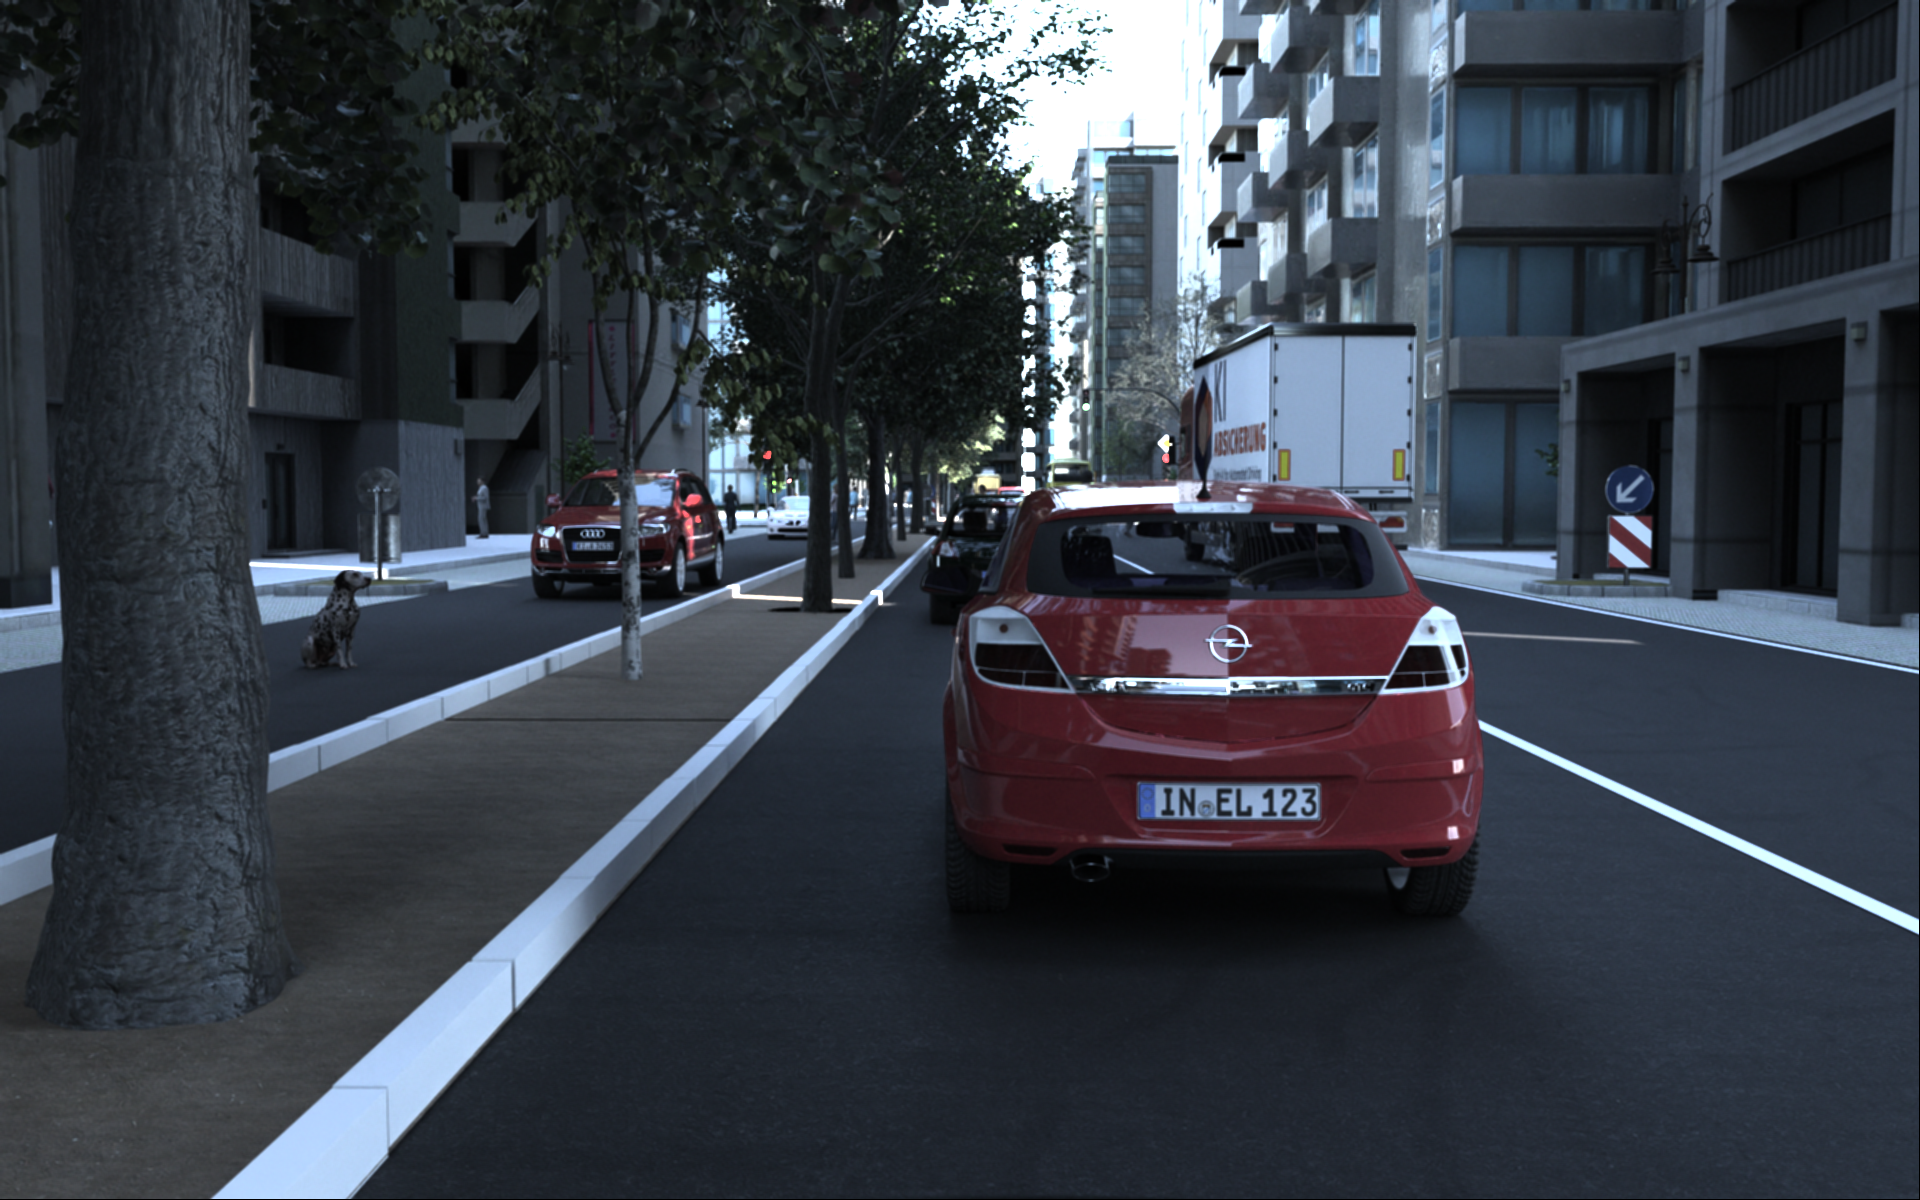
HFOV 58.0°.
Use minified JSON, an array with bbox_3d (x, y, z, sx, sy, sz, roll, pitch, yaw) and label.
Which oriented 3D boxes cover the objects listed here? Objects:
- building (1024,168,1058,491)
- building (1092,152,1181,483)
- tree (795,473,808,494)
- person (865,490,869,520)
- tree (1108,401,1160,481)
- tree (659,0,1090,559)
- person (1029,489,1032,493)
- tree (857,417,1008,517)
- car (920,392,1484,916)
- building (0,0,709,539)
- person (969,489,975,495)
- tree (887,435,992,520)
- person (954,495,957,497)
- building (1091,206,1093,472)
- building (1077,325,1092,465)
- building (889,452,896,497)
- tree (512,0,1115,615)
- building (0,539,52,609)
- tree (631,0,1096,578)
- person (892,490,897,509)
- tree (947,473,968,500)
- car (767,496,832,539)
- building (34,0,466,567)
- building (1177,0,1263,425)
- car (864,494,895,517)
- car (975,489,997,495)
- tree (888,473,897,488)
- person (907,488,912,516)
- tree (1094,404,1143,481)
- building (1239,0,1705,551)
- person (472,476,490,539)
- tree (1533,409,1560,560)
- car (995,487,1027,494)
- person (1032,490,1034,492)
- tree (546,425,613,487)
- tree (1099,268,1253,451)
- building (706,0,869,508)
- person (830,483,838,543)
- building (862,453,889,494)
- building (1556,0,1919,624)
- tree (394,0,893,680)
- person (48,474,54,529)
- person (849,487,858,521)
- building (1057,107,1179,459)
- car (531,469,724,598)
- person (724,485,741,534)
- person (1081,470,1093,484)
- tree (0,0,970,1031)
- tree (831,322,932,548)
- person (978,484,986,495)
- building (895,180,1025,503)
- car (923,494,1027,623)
[{"bbox_3d":[24.597,-38.631,251.230,30.456,49.044,23.786,0,4,1],"label":"building"},{"bbox_3d":[19.278,-23.159,150.353,14.160,30.474,14.107,0,4,1],"label":"building"},{"bbox_3d":[-12.525,-8.366,131.382,1.663,3.219,1.824,0,3,0],"label":"tree"},{"bbox_3d":[-4.890,-5.233,94.802,0.466,1.731,0.760,3,5,39],"label":"person"},{"bbox_3d":[13.056,-10.661,124.676,4.360,8.622,3.978,0,3,0],"label":"tree"},{"bbox_3d":[-1.839,-7.252,38.033,9.611,12.733,9.660,0,3,0],"label":"tree"},{"bbox_3d":[4.602,-6.482,115.053,0.524,1.755,0.480,1,4,22],"label":"person"},{"bbox_3d":[-1.281,-11.810,105.918,12.009,13.543,11.850,0,3,0],"label":"tree"},{"bbox_3d":[0.881,0.101,7.389,2.155,1.783,4.494,0,4,2],"label":"car"},{"bbox_3d":[-21.399,-26.834,62.438,21.600,48.544,21.300,0,4,1],"label":"building"},{"bbox_3d":[0.874,-6.147,109.396,0.834,1.777,0.661,2,4,23],"label":"person"},{"bbox_3d":[-1.446,-10.710,95.700,7.486,12.596,7.792,0,3,0],"label":"tree"},{"bbox_3d":[-0.640,-9.198,159.341,0.683,1.767,0.568,-1,4,-19],"label":"person"},{"bbox_3d":[19.565,-24.177,166.994,14.160,30.474,14.107,0,4,1],"label":"building"},{"bbox_3d":[27.369,-21.016,188.644,27.650,21.520,28.899,0,4,1],"label":"building"},{"bbox_3d":[-19.082,-48.006,223.150,20.611,71.187,20.563,0,4,1],"label":"building"},{"bbox_3d":[-1.620,-5.646,20.524,9.928,11.665,9.643,0,3,0],"label":"tree"},{"bbox_3d":[-21.358,-23.527,8.368,21.300,48.544,21.600,0,4,1],"label":"building"},{"bbox_3d":[-1.897,-5.660,29.408,8.767,10.594,7.601,0,4,1],"label":"tree"},{"bbox_3d":[-6.462,-9.666,166.529,1.348,1.826,0.705,-3,5,-42],"label":"person"},{"bbox_3d":[-0.969,-11.243,136.639,4.737,8.622,4.395,0,3,0],"label":"tree"},{"bbox_3d":[-5.184,-2.694,56.409,2.083,1.381,4.827,0,4,-1],"label":"car"},{"bbox_3d":[-19.192,-16.086,34.703,14.160,30.474,14.107,0,4,1],"label":"building"},{"bbox_3d":[30.113,-32.491,120.468,28.713,52.752,27.495,0,4,1],"label":"building"},{"bbox_3d":[-5.135,-6.214,111.381,2.009,1.686,4.222,0,3,0],"label":"car"},{"bbox_3d":[2.223,-7.230,126.890,2.281,1.827,5.304,0,4,-1],"label":"car"},{"bbox_3d":[-9.071,-13.674,207.280,4.285,4.588,4.351,0,3,0],"label":"tree"},{"bbox_3d":[-3.231,-6.509,114.779,0.638,1.841,0.748,-3,4,-36],"label":"person"},{"bbox_3d":[12.884,-11.479,138.049,4.737,8.622,4.395,0,3,0],"label":"tree"},{"bbox_3d":[20.475,-26.339,50.247,23.786,49.044,30.456,0,4,1],"label":"building"},{"bbox_3d":[-13.881,-2.678,50.033,0.583,1.804,0.606,-3,4,-37],"label":"person"},{"bbox_3d":[12.110,-2.394,33.737,1.663,3.219,1.824,0,3,0],"label":"tree"},{"bbox_3d":[2.741,-5.226,94.114,2.281,1.827,5.304,0,4,-1],"label":"car"},{"bbox_3d":[6.409,-8.588,149.190,0.573,1.790,0.520,3,4,39],"label":"person"},{"bbox_3d":[-10.498,-3.310,48.718,1.663,3.219,1.824,0,3,0],"label":"tree"},{"bbox_3d":[12.533,-11.200,93.497,12.009,13.543,11.850,0,3,0],"label":"tree"},{"bbox_3d":[-20.277,-33.819,172.550,23.786,49.044,30.456,0,4,1],"label":"building"},{"bbox_3d":[-3.741,-2.505,50.125,0.598,1.740,0.731,0,4,6],"label":"person"},{"bbox_3d":[-15.488,-31.290,195.192,14.154,41.232,14.086,0,4,1],"label":"building"},{"bbox_3d":[19.955,-35.343,16.104,20.563,71.187,20.611,0,4,1],"label":"building"},{"bbox_3d":[-2.490,-3.670,12.832,4.737,8.622,4.395,0,3,0],"label":"tree"},{"bbox_3d":[-12.975,-1.113,24.208,0.580,1.828,0.573,0,4,-4],"label":"person"},{"bbox_3d":[-5.614,-5.027,90.708,0.660,1.820,0.620,2,4,25],"label":"person"},{"bbox_3d":[25.237,-36.582,217.722,23.786,49.044,30.456,0,4,1],"label":"building"},{"bbox_3d":[-4.806,-1.036,25.620,2.281,1.827,5.304,0,4,2],"label":"car"},{"bbox_3d":[-8.250,-3.281,62.558,0.576,1.772,0.534,-2,4,-33],"label":"person"},{"bbox_3d":[2.023,-1.106,26.765,0.511,1.800,0.466,1,4,20],"label":"person"},{"bbox_3d":[-2.285,-5.841,4.613,9.857,13.997,8.962,0,3,0],"label":"tree"},{"bbox_3d":[-1.884,-5.705,46.094,4.360,8.622,3.978,0,3,0],"label":"tree"},{"bbox_3d":[0.671,-2.724,53.782,0.466,1.731,0.760,0,4,-7],"label":"person"},{"bbox_3d":[-1.643,-38.371,251.059,21.600,48.544,21.300,0,4,1],"label":"building"},{"bbox_3d":[0.544,-0.658,20.547,2.009,1.686,4.222,0,4,1],"label":"car"}]
